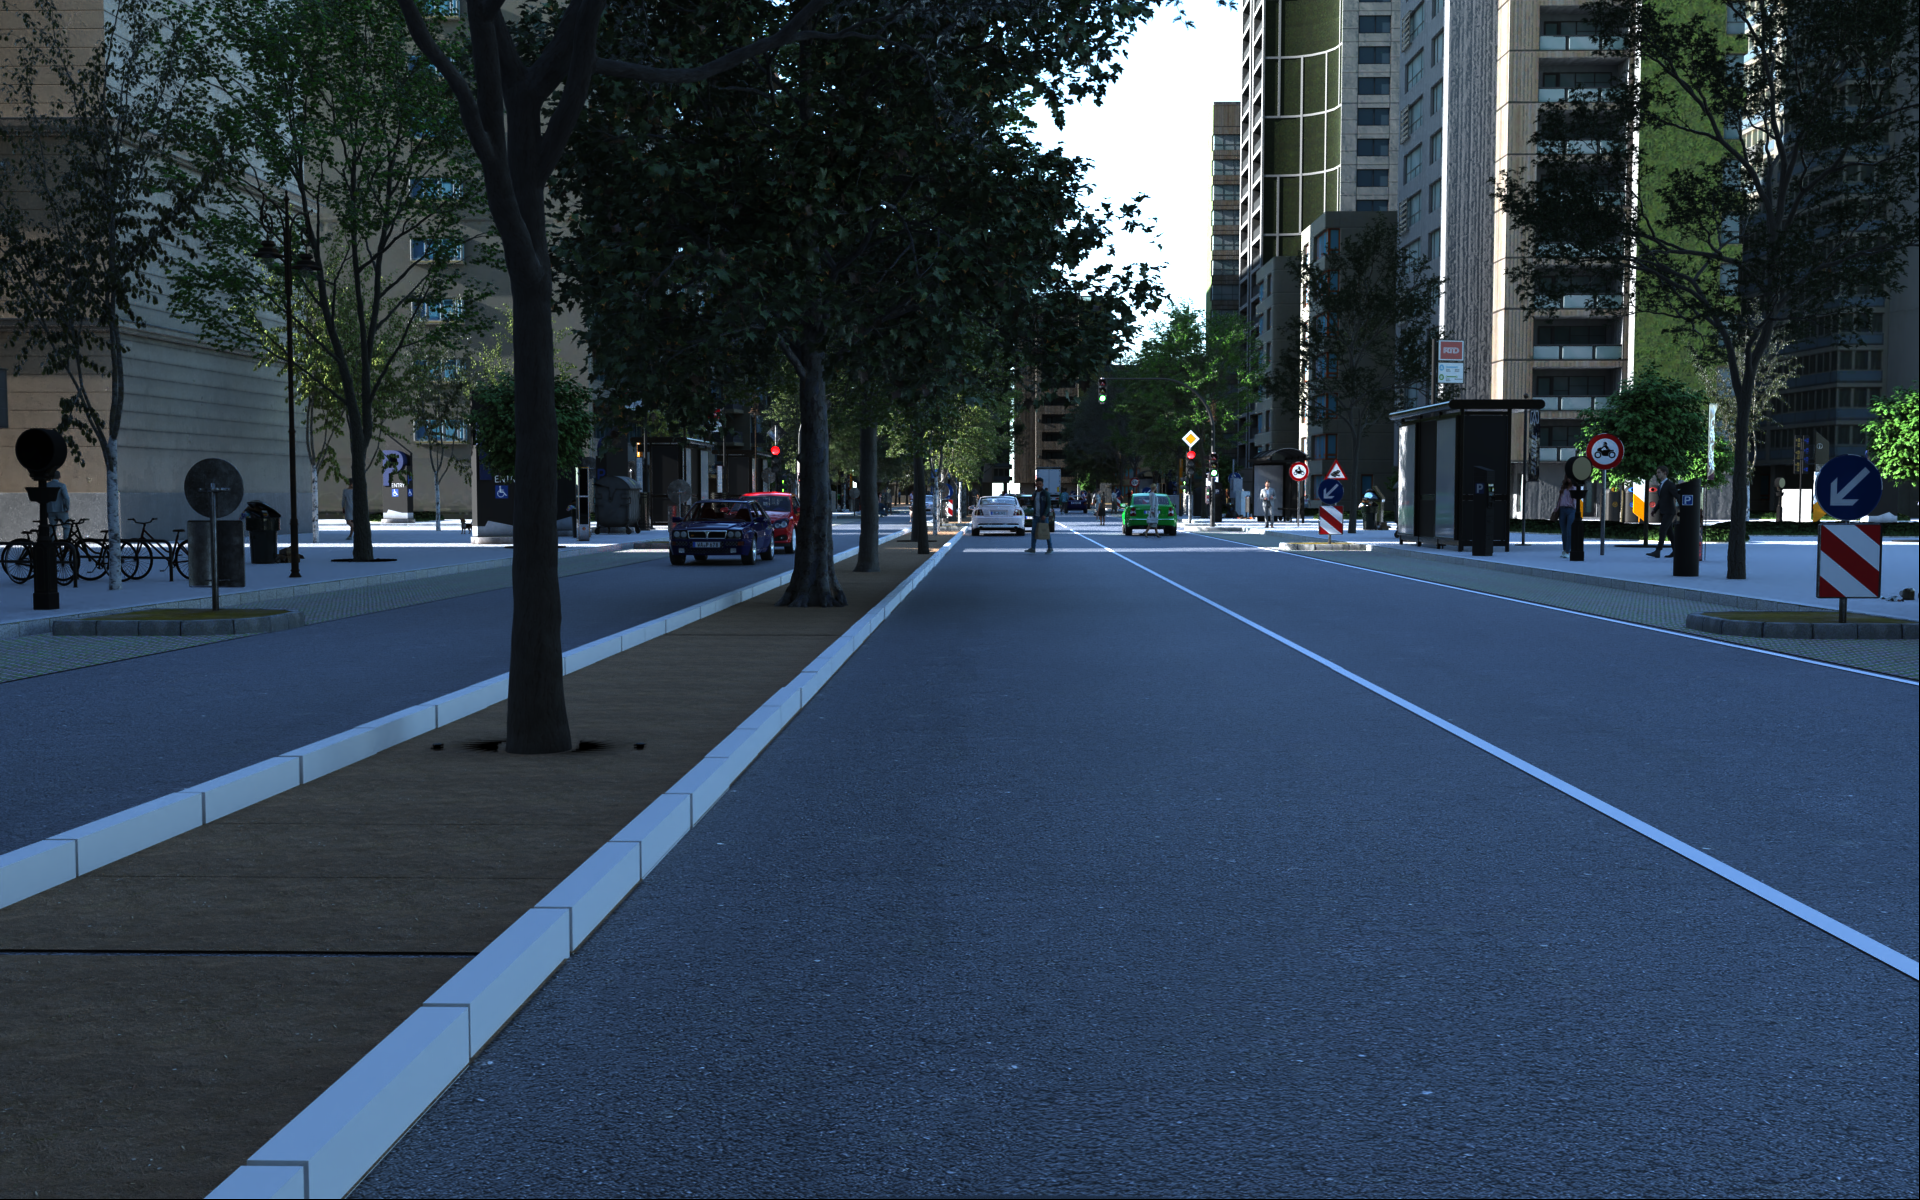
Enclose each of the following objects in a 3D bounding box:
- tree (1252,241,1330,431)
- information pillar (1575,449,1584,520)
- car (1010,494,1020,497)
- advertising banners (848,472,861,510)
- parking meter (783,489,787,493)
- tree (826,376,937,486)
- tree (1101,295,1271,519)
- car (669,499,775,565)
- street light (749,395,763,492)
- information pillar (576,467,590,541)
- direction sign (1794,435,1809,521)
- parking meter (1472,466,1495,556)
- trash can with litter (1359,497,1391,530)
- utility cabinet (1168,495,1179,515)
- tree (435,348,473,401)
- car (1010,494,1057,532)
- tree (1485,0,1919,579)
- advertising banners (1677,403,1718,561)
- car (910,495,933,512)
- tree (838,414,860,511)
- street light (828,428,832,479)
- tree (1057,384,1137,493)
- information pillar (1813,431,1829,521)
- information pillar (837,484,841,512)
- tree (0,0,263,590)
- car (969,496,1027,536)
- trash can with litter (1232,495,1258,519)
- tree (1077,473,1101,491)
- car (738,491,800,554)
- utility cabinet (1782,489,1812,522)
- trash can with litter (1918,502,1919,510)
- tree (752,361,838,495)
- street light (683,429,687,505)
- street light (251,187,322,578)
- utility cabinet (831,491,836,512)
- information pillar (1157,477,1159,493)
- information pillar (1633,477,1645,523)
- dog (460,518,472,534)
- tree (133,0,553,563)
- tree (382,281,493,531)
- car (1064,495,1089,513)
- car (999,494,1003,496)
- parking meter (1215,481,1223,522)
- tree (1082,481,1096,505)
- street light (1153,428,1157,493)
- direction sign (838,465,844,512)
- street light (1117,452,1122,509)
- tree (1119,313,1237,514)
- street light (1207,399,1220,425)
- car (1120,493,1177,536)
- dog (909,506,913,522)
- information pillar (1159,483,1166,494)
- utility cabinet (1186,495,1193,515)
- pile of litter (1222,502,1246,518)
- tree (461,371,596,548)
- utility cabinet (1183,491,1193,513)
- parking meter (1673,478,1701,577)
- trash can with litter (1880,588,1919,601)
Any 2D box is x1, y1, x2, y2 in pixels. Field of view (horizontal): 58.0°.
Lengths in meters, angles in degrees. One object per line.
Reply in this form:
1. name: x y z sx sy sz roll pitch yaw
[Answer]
1. tree: 13.168 -7.465 56.459 7.601 10.594 8.767 -1 4 -17
2. information pillar: 27.705 -5.266 77.457 0.504 3.616 0.183 -2 4 -29
3. car: 3.493 -5.619 101.657 2.009 1.686 4.222 0 4 0
4. advertising banners: -7.975 -8.598 136.767 2.074 3.025 0.090 1 4 19
5. parking meter: -9.916 -5.655 98.168 0.255 1.863 0.399 0 4 -2
6. tree: -7.760 -14.766 148.087 9.857 13.997 8.962 0 3 0
7. tree: 12.780 -10.123 91.270 9.928 11.665 9.643 0 3 0
8. car: -4.964 -1.453 36.334 1.945 1.354 3.894 0 4 2
9. street light: -9.004 -6.338 76.418 0.468 5.910 1.993 0 4 1
10. information pillar: -10.307 -2.618 47.299 0.304 2.012 0.304 -2 4 -24
11. direction sign: 32.363 -4.567 66.665 0.876 3.537 0.379 -2 4 -31
12. parking meter: 10.850 -1.845 35.880 0.255 1.863 0.399 -3 4 -36
13. trash can with litter: 14.787 -3.078 61.704 1.055 1.170 0.624 -1 4 -16
14. utility cabinet: 12.918 -5.756 105.278 1.020 1.237 0.306 1 4 11
15. tree: -17.773 -6.185 51.483 4.737 8.622 4.395 0 3 0
16. car: 2.739 -3.467 66.469 2.009 1.686 4.222 0 4 1
17. tree: 11.456 -5.582 25.681 7.601 10.594 8.767 -3 4 -39
18. advertising banners: 14.061 -2.250 32.981 0.090 3.025 2.074 3 5 41
19. car: -2.528 -6.852 124.393 2.083 1.381 4.827 0 4 2
20. tree: -8.963 -11.191 133.329 4.360 8.622 3.978 0 3 0
21. street light: -8.250 -8.330 108.986 0.468 5.910 1.993 0 4 1
22. tree: 15.672 -17.708 196.188 9.857 13.997 8.962 0 3 0
23. information pillar: 32.012 -4.468 64.414 0.504 3.616 0.183 1 4 9
24. information pillar: -8.791 -7.419 125.796 0.304 2.012 0.304 -1 4 -9
25. tree: -11.563 -4.437 22.912 4.360 8.622 3.978 0 3 0
26. car: 1.341 -2.972 60.960 2.083 1.381 4.827 0 4 1
27. trash can with litter: 14.767 -4.768 89.011 1.678 1.210 2.233 -1 4 -11
28. tree: 16.699 -14.704 224.121 4.285 4.588 4.351 0 3 0
29. car: -4.806 -2.081 43.062 2.155 1.783 4.494 0 4 3
30. utility cabinet: 37.252 -4.186 77.126 1.173 1.500 0.318 1 4 20
31. trash can with litter: 43.030 -3.994 76.685 1.055 1.170 0.624 1 4 19
32. tree: -8.981 -8.668 92.078 4.360 8.622 3.978 0 3 0
33. street light: -9.501 -5.322 59.807 0.468 5.910 1.993 0 4 1
34. street light: -10.249 -3.287 26.524 0.468 5.910 1.993 0 4 1
35. utility cabinet: -9.031 -6.866 120.932 0.318 1.500 1.173 1 4 21
36. information pillar: 14.889 -8.506 130.431 0.183 3.616 0.504 0 4 -2
37. information pillar: 26.486 -4.651 67.392 0.504 3.616 0.183 1 4 9
38. dog: -15.853 -2.378 55.709 0.406 0.507 0.540 -1 4 -14
39. tree: -11.434 -6.543 32.733 9.928 11.665 9.643 0 3 0
40. tree: -18.069 -6.688 59.706 4.360 8.622 3.978 0 3 0
41. car: 8.709 -7.203 130.354 1.945 1.354 3.894 0 4 3
42. car: 4.639 -10.066 176.373 2.131 1.459 4.920 0 4 3
43. parking meter: 11.759 -4.478 78.918 0.399 1.863 0.255 2 4 24
44. tree: 15.930 -13.258 211.367 1.663 3.219 1.824 0 3 0
45. street light: 13.073 -8.801 116.682 0.468 5.910 1.993 0 4 1
46. direction sign: -8.480 -8.033 123.342 0.379 3.537 0.876 -2 4 -28
47. street light: 13.871 -10.838 149.987 0.468 5.910 1.993 0 4 1
48. tree: 13.699 -11.633 108.332 7.486 12.596 7.792 0 3 0
49. street light: 12.278 -6.809 84.115 0.468 5.910 1.993 0 4 1
50. car: 6.674 -3.209 61.261 1.959 1.807 4.718 0 4 3
51. dog: -2.243 -4.372 88.312 0.800 0.831 0.513 -1 4 -11
52. information pillar: 13.591 -6.834 116.223 0.304 2.012 0.304 -2 4 -31
53. utility cabinet: 14.301 -5.770 105.507 1.020 1.237 0.306 0 4 -4
54. pile of litter: 14.661 -4.823 92.818 1.176 0.858 1.719 -1 4 -15
55. tree: -10.201 -3.516 41.203 4.285 4.588 4.351 0 3 0
56. utility cabinet: 15.043 -6.459 114.290 0.318 1.500 1.173 -1 4 -10
57. parking meter: 11.355 -1.140 27.050 0.372 1.533 0.369 0 3 0
58. trash can with litter: 12.092 -0.623 21.248 2.233 1.210 1.678 -1 4 -20
